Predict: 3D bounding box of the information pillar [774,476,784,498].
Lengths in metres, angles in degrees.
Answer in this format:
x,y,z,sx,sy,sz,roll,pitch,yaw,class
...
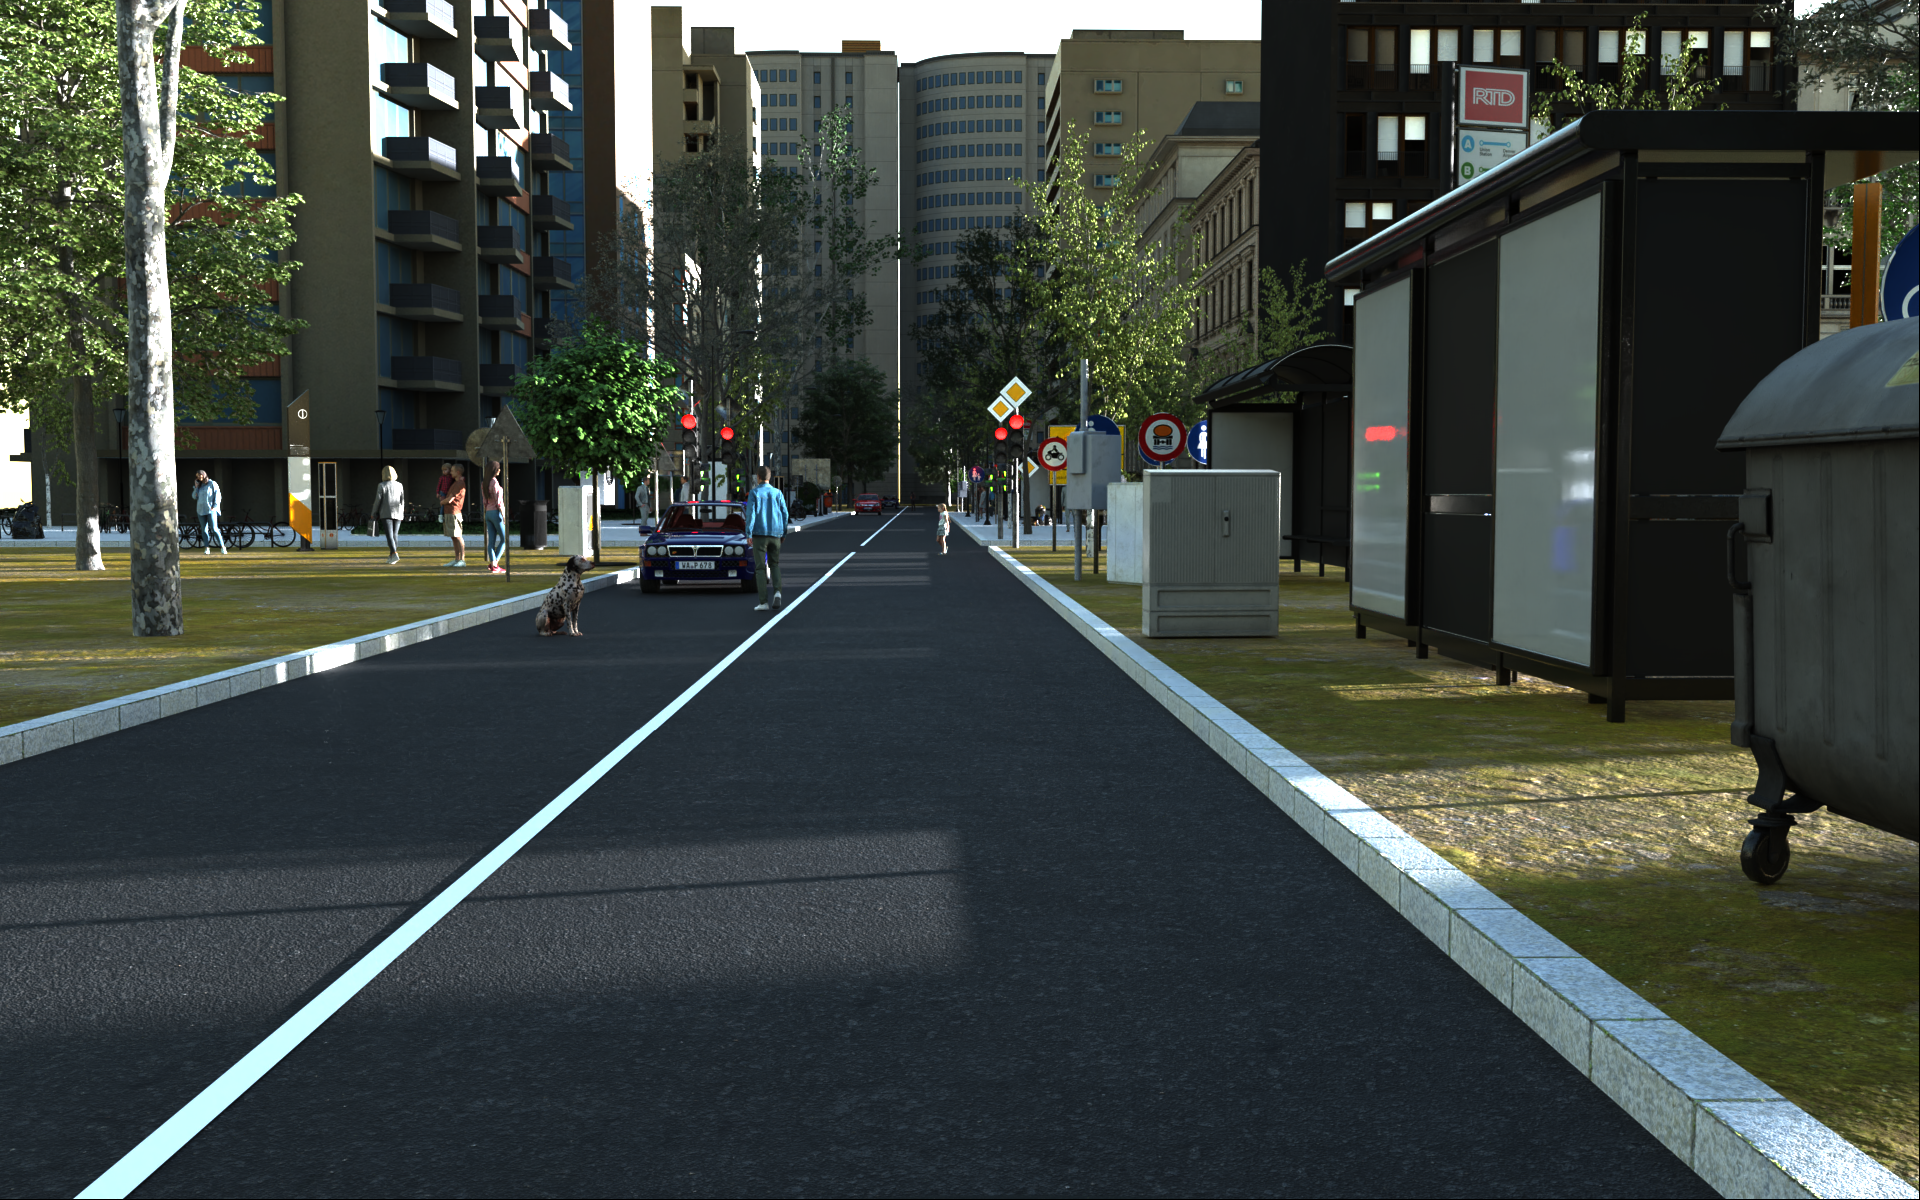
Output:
x,y,z,sx,sy,sz,roll,pitch,yaw,class
-7.548,-4.146,72.285,0.304,2.012,0.304,3,5,42,information pillar

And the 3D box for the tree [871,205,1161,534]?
x,y,z,sx,sy,sz,roll,pitch,yaw,class
2.238,-7.395,55.323,8.767,10.594,7.601,0,4,8,tree

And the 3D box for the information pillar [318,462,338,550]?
x,y,z,sx,sy,sz,roll,pitch,yaw,class
-14.568,-2.168,39.934,0.304,2.012,0.304,-3,5,-43,information pillar

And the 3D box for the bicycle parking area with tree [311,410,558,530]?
x,y,z,sx,sy,sz,roll,pitch,yaw,class
-18.444,-4.559,61.544,9.016,4.147,8.231,3,5,42,bicycle parking area with tree

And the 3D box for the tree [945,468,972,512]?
x,y,z,sx,sy,sz,roll,pitch,yaw,class
0.018,-8.150,127.856,1.663,3.219,1.824,0,3,0,tree

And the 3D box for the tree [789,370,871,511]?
x,y,z,sx,sy,sz,roll,pitch,yaw,class
-9.247,-12.036,131.200,8.767,10.594,7.601,1,4,15,tree

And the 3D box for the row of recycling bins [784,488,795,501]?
x,y,z,sx,sy,sz,roll,pitch,yaw,class
-10.942,-6.239,109.113,1.069,1.692,3.534,0,4,5,row of recycling bins

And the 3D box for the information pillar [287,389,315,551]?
x,y,z,sx,sy,sz,roll,pitch,yaw,class
-14.749,-2.896,38.702,0.504,3.616,0.183,-3,5,-42,information pillar

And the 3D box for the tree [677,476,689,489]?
x,y,z,sx,sy,sz,roll,pitch,yaw,class
-18.626,-7.190,112.152,1.663,3.219,1.824,0,3,0,tree

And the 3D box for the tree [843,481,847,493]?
x,y,z,sx,sy,sz,roll,pitch,yaw,class
-9.852,-8.818,138.769,1.663,3.219,1.824,0,3,0,tree

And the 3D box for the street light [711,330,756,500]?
x,y,z,sx,sy,sz,roll,pitch,yaw,class
-6.457,-4.684,49.118,1.470,5.913,1.316,0,4,-1,street light

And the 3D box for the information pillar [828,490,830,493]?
x,y,z,sx,sy,sz,roll,pitch,yaw,class
-9.344,-7.210,122.369,0.304,2.012,0.304,0,4,-6,information pillar

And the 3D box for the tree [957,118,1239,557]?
x,y,z,sx,sy,sz,roll,pitch,yaw,class
2.881,-5.166,34.821,4.737,8.622,4.395,0,3,0,tree

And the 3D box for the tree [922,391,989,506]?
x,y,z,sx,sy,sz,roll,pitch,yaw,class
-1.403,-17.205,187.956,9.857,13.997,8.962,0,3,0,tree

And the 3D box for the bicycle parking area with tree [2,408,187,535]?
x,y,z,sx,sy,sz,roll,pitch,yaw,class
-30.033,-4.242,56.367,8.231,4.147,9.016,-2,4,-33,bicycle parking area with tree

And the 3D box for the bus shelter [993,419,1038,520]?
x,y,z,sx,sy,sz,roll,pitch,yaw,class
2.883,-6.874,90.017,2.179,5.291,8.768,0,4,-1,bus shelter

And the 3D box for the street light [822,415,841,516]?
x,y,z,sx,sy,sz,roll,pitch,yaw,class
-7.624,-7.872,101.252,1.470,5.913,1.316,0,4,-1,street light

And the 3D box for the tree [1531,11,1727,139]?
x,y,z,sx,sy,sz,roll,pitch,yaw,class
10.626,-4.724,27.597,4.737,8.622,4.395,0,3,0,tree

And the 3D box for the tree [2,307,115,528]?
x,y,z,sx,sy,sz,roll,pitch,yaw,class
-33.790,-6.981,64.506,4.737,8.622,4.395,0,3,0,tree

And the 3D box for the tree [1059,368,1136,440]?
x,y,z,sx,sy,sz,roll,pitch,yaw,class
7.621,-8.977,97.133,4.360,8.622,3.978,0,3,0,tree

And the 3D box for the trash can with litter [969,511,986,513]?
x,y,z,sx,sy,sz,roll,pitch,yaw,class
1.249,-6.470,116.837,2.233,1.210,1.678,-1,4,-8,trash can with litter

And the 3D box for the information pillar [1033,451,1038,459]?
x,y,z,sx,sy,sz,roll,pitch,yaw,class
4.240,-6.339,94.994,0.504,3.616,0.183,0,4,5,information pillar

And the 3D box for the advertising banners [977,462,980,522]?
x,y,z,sx,sy,sz,roll,pitch,yaw,class
0.852,-5.162,80.589,0.090,3.025,2.074,0,4,2,advertising banners

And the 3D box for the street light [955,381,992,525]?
x,y,z,sx,sy,sz,roll,pitch,yaw,class
0.593,-6.055,71.539,1.470,5.913,1.316,0,4,-1,street light

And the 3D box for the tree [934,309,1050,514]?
x,y,z,sx,sy,sz,roll,pitch,yaw,class
0.772,-12.478,114.382,12.009,13.543,11.850,0,3,0,tree

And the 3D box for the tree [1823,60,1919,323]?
x,y,z,sx,sy,sz,roll,pitch,yaw,class
22.208,-6.774,36.510,9.928,11.665,9.643,0,3,0,tree

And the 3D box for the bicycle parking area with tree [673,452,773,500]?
x,y,z,sx,sy,sz,roll,pitch,yaw,class
-15.619,-8.065,118.863,8.231,4.147,9.016,1,4,8,bicycle parking area with tree

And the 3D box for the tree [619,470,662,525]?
x,y,z,sx,sy,sz,roll,pitch,yaw,class
-13.527,-4.718,71.744,1.663,3.219,1.824,0,3,0,tree

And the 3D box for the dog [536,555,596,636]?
x,y,z,sx,sy,sz,roll,pitch,yaw,class
-4.091,-0.052,17.685,0.513,0.831,0.800,-2,4,-31,dog

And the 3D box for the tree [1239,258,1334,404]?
x,y,z,sx,sy,sz,roll,pitch,yaw,class
9.791,-6.362,54.386,4.737,8.622,4.395,0,3,0,tree

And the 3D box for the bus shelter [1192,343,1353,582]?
x,y,z,sx,sy,sz,roll,pitch,yaw,class
4.900,-1.960,25.963,2.014,3.302,5.546,0,4,-1,bus shelter

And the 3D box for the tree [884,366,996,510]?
x,y,z,sx,sy,sz,roll,pitch,yaw,class
0.268,-13.036,138.900,9.928,11.665,9.643,0,3,0,tree

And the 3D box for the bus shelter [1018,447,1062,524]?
x,y,z,sx,sy,sz,roll,pitch,yaw,class
3.548,-5.034,76.224,2.014,3.302,5.546,0,4,-1,bus shelter

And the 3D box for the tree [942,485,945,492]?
x,y,z,sx,sy,sz,roll,pitch,yaw,class
-1.093,-12.568,200.085,1.663,3.219,1.824,0,3,0,tree

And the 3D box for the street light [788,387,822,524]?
x,y,z,sx,sy,sz,roll,pitch,yaw,class
-6.904,-6.279,75.198,1.470,5.913,1.316,0,4,-1,street light

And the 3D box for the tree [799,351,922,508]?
x,y,z,sx,sy,sz,roll,pitch,yaw,class
-9.722,-15.182,154.881,9.857,13.997,8.962,0,3,0,tree

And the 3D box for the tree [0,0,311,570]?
x,y,z,sx,sy,sz,roll,pitch,yaw,class
-15.205,-6.778,28.951,7.486,12.596,7.792,0,3,0,tree

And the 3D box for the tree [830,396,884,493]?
x,y,z,sx,sy,sz,roll,pitch,yaw,class
-9.881,-15.424,177.936,9.928,11.665,9.643,0,3,0,tree

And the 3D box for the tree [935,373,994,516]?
x,y,z,sx,sy,sz,roll,pitch,yaw,class
0.816,-9.270,101.922,4.360,8.622,3.978,0,3,0,tree

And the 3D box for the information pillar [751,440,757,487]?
x,y,z,sx,sy,sz,roll,pitch,yaw,class
-8.854,-5.094,74.638,0.183,3.616,0.504,1,4,14,information pillar

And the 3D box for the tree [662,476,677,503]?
x,y,z,sx,sy,sz,roll,pitch,yaw,class
-18.616,-6.884,107.151,1.663,3.219,1.824,0,3,0,tree

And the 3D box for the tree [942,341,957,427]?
x,y,z,sx,sy,sz,roll,pitch,yaw,class
1.644,-6.954,64.058,4.737,8.622,4.395,0,3,0,tree

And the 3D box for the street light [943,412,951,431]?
x,y,z,sx,sy,sz,roll,pitch,yaw,class
-0.091,-7.654,97.682,1.470,5.913,1.316,0,4,-1,street light

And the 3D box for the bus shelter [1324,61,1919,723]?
x,y,z,sx,sy,sz,roll,pitch,yaw,class
4.351,-2.214,13.838,2.179,5.291,8.768,0,4,-1,bus shelter

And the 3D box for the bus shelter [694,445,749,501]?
x,y,z,sx,sy,sz,roll,pitch,yaw,class
-10.258,-4.892,73.914,2.014,3.302,5.546,0,4,-1,bus shelter

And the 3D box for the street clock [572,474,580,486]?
x,y,z,sx,sy,sz,roll,pitch,yaw,class
-9.072,-2.252,41.396,0.358,2.002,0.471,1,4,19,street clock

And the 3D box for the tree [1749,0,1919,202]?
x,y,z,sx,sy,sz,roll,pitch,yaw,class
13.473,-6.553,17.511,12.009,13.543,11.850,0,3,0,tree
